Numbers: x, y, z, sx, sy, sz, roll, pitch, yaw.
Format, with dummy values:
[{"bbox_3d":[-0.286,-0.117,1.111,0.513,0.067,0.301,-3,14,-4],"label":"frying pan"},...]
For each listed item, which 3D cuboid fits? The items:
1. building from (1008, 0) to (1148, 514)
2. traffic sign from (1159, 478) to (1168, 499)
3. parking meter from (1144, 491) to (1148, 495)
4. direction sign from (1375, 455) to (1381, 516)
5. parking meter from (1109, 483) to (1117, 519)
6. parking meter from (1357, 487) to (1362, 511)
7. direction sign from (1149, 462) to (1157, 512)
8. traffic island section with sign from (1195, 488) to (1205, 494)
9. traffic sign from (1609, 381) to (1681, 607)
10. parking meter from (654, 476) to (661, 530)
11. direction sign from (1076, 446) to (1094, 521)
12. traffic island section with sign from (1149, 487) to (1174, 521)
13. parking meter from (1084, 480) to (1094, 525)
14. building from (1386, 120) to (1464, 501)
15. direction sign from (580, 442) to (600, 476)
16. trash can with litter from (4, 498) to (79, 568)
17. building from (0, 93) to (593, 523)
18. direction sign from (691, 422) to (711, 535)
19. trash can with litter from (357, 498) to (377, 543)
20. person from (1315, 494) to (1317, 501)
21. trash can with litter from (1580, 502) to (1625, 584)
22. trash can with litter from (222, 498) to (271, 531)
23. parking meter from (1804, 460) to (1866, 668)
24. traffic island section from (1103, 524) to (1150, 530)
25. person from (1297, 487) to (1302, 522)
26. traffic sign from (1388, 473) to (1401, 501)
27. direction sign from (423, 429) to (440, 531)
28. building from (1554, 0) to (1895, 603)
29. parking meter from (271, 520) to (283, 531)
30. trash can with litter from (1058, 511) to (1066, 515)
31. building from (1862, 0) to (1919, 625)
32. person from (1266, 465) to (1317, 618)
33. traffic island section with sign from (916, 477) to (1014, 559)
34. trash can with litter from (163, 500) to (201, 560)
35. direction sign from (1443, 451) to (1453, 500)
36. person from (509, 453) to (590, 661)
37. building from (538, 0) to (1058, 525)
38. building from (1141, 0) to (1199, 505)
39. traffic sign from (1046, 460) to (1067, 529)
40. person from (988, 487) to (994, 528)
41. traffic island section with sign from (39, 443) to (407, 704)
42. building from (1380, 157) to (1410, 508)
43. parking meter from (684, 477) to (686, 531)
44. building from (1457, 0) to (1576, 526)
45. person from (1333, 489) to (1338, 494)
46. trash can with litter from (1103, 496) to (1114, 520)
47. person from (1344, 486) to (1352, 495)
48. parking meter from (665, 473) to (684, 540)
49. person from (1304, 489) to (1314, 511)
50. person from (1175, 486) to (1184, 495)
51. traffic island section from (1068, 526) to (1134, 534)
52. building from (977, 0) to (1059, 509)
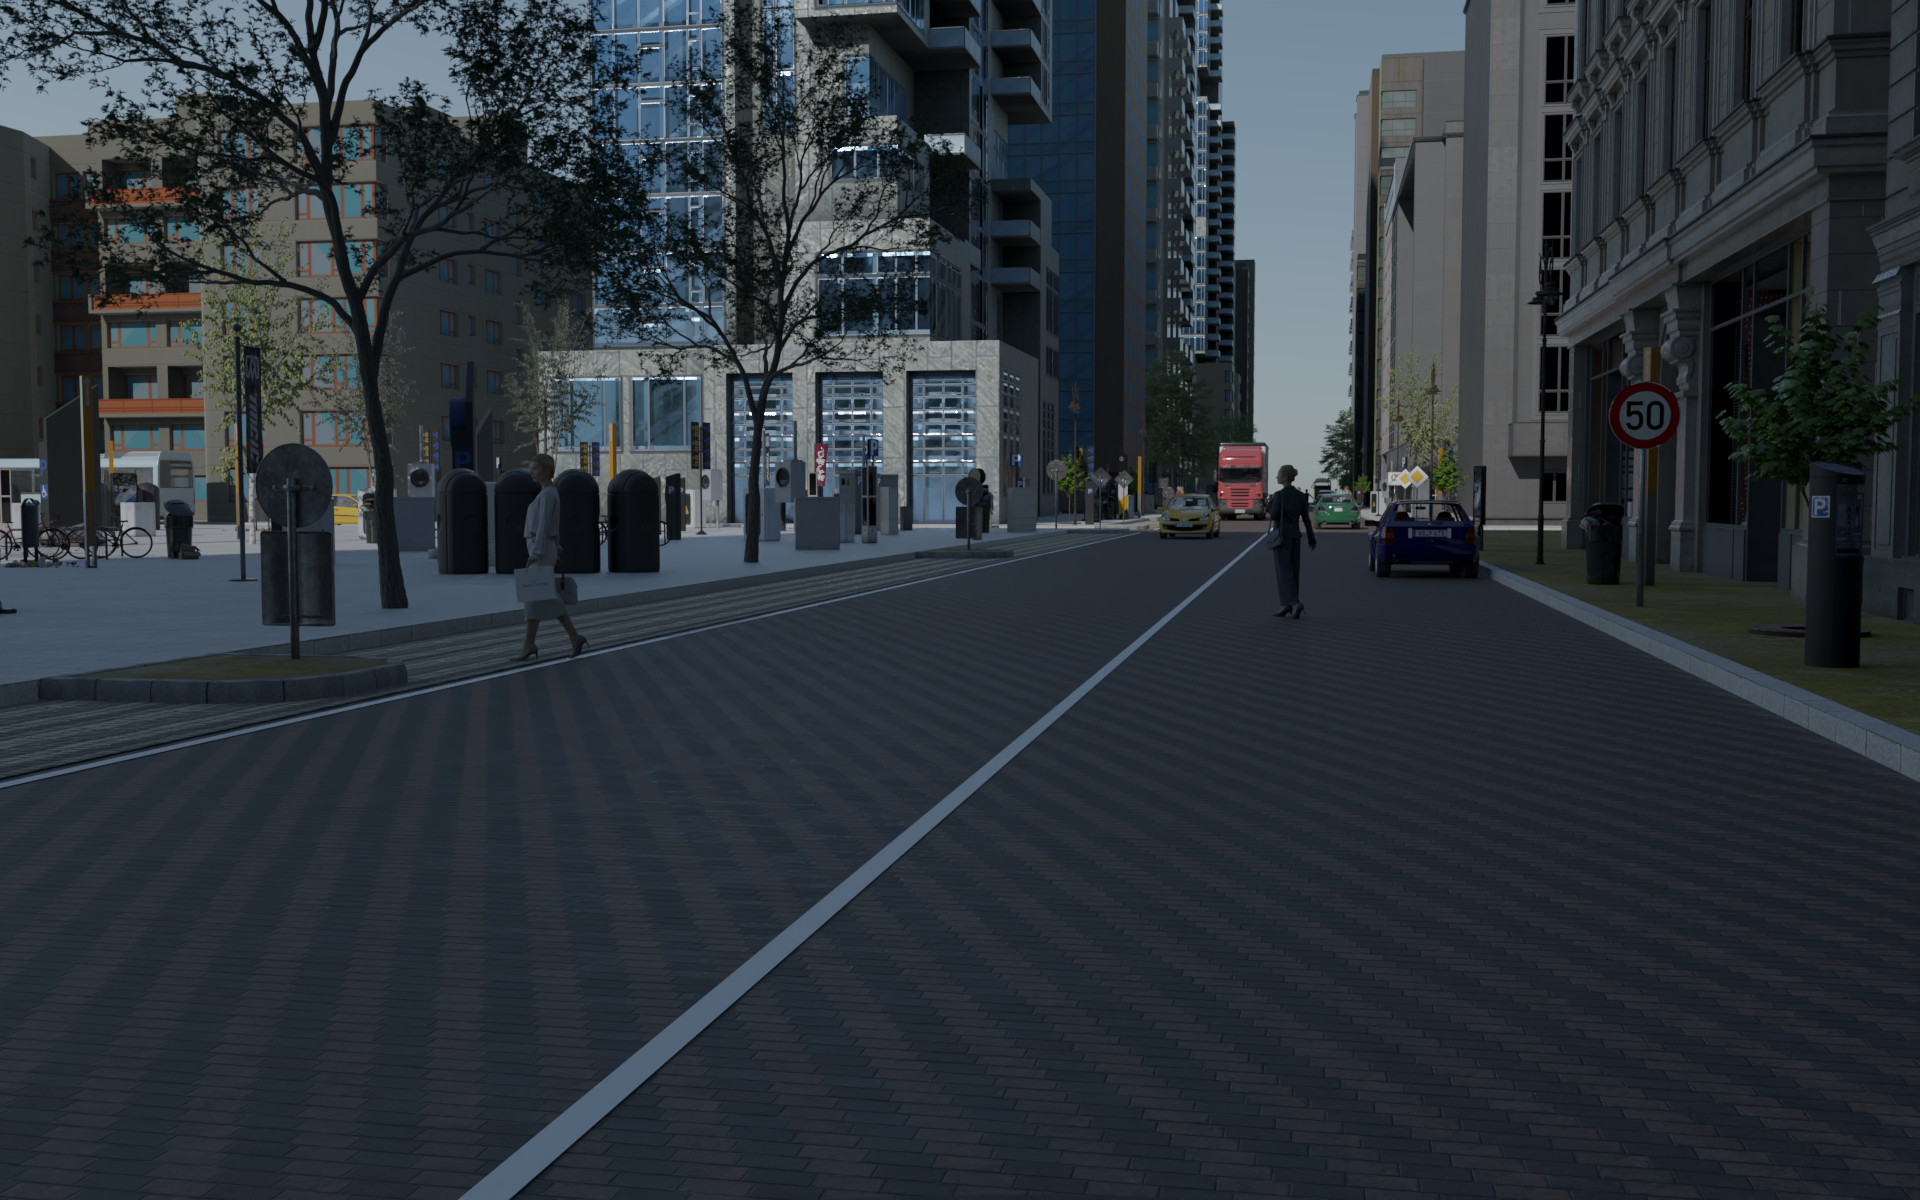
[{"bbox_3d":[5.093,-28.603,117.774,14.600,45.320,14.200,1,4,11],"label":"building"},{"bbox_3d":[12.835,-6.555,109.303,0.606,2.300,0.079,1,4,19],"label":"traffic sign"},{"bbox_3d":[13.915,-7.426,129.825,0.372,1.533,0.369,0,3,0],"label":"parking meter"},{"bbox_3d":[24.292,-6.635,100.475,0.379,3.537,0.876,0,4,-2],"label":"direction sign"},{"bbox_3d":[7.852,-5.094,89.003,0.399,1.863,0.255,0,4,6],"label":"parking meter"},{"bbox_3d":[31.081,-7.897,134.823,0.399,1.863,0.255,1,4,17],"label":"parking meter"},{"bbox_3d":[13.584,-7.942,121.843,0.379,3.537,0.876,3,5,41],"label":"direction sign"},{"bbox_3d":[16.682,-6.813,120.020,1.989,1.847,2.006,1,4,11],"label":"traffic island section with sign"},{"bbox_3d":[7.760,-1.198,19.691,0.768,2.556,0.104,1,4,14],"label":"traffic sign"},{"bbox_3d":[-9.863,-3.072,55.933,0.399,1.863,0.255,-1,4,-14],"label":"parking meter"},{"bbox_3d":[5.878,-5.470,81.431,0.876,3.537,0.379,1,4,19],"label":"direction sign"},{"bbox_3d":[11.292,-5.198,93.607,1.989,1.847,2.006,1,4,11],"label":"traffic island section with sign"},{"bbox_3d":[5.415,-4.089,72.569,0.399,1.863,0.255,0,4,-4],"label":"parking meter"},{"bbox_3d":[33.829,-17.470,104.697,14.314,24.678,30.058,1,4,11],"label":"building"},{"bbox_3d":[-16.077,-5.095,75.299,0.876,3.537,0.379,-2,4,-30],"label":"direction sign"},{"bbox_3d":[-16.369,-1.219,30.986,1.678,1.210,2.233,0,4,-8],"label":"trash can with litter"},{"bbox_3d":[-36.983,-15.139,92.568,28.899,21.520,27.650,1,4,11],"label":"building"},{"bbox_3d":[-8.156,-3.826,54.545,0.379,3.537,0.876,2,4,34],"label":"direction sign"},{"bbox_3d":[-15.229,-2.068,45.207,0.624,1.170,1.055,0,4,3],"label":"trash can with litter"},{"bbox_3d":[43.066,-12.082,209.265,0.599,1.433,0.991,-1,4,-10],"label":"person"},{"bbox_3d":[9.159,-0.823,24.843,0.624,1.170,1.055,1,4,13],"label":"trash can with litter"},{"bbox_3d":[-24.490,-3.000,60.112,2.233,1.210,1.678,1,4,14],"label":"trash can with litter"},{"bbox_3d":[6.515,-0.274,12.896,0.372,1.533,0.369,0,3,0],"label":"parking meter"},{"bbox_3d":[6.702,-2.990,71.164,2.009,0.180,2.903,1,4,11],"label":"traffic island section"},{"bbox_3d":[17.490,-4.962,89.835,0.583,1.804,0.606,1,4,9],"label":"person"},{"bbox_3d":[20.303,-4.820,80.931,0.606,2.300,0.079,1,4,13],"label":"traffic sign"},{"bbox_3d":[-18.441,-4.186,60.437,0.876,3.537,0.379,2,4,35],"label":"direction sign"},{"bbox_3d":[18.355,-11.463,38.334,10.553,20.767,40.483,1,4,11],"label":"building"},{"bbox_3d":[-14.726,-1.937,37.389,0.255,1.863,0.399,-1,4,-15],"label":"parking meter"},{"bbox_3d":[5.408,-5.853,106.761,2.233,1.210,1.678,2,4,32],"label":"trash can with litter"},{"bbox_3d":[12.574,-9.742,8.441,9.793,20.994,18.267,1,4,11],"label":"building"},{"bbox_3d":[3.854,-0.684,20.106,0.534,1.772,0.576,3,4,36],"label":"person"},{"bbox_3d":[0.158,-1.866,39.138,1.989,1.847,2.006,1,4,11],"label":"traffic island section with sign"},{"bbox_3d":[-15.325,-1.401,34.295,0.624,1.170,1.055,-3,5,-45],"label":"trash can with litter"},{"bbox_3d":[25.545,-6.066,91.182,0.876,3.537,0.379,-1,4,-13],"label":"direction sign"},{"bbox_3d":[-3.536,-0.369,14.883,0.624,1.780,0.694,0,4,3],"label":"person"},{"bbox_3d":[-6.200,-47.399,87.642,22.319,86.520,31.000,1,4,11],"label":"building"},{"bbox_3d":[10.184,-33.204,162.487,23.786,49.044,30.456,1,4,11],"label":"building"},{"bbox_3d":[3.570,-3.920,64.196,0.768,2.556,0.104,1,4,14],"label":"traffic sign"},{"bbox_3d":[1.080,-3.757,70.023,0.694,1.812,0.767,-2,4,-33],"label":"person"},{"bbox_3d":[-5.219,-0.250,12.723,1.989,1.847,2.006,1,4,11],"label":"traffic island section with sign"},{"bbox_3d":[38.301,-19.101,130.318,12.078,24.808,19.932,1,4,11],"label":"building"},{"bbox_3d":[-9.669,-3.302,59.705,0.399,1.863,0.255,-2,4,-24],"label":"parking meter"},{"bbox_3d":[33.997,-17.079,72.745,24.014,27.812,14.314,1,4,11],"label":"building"},{"bbox_3d":[28.503,-7.528,131.391,0.447,1.846,0.655,0,4,4],"label":"person"},{"bbox_3d":[7.391,-4.625,87.010,0.624,1.170,1.055,0,4,-5],"label":"trash can with litter"},{"bbox_3d":[19.229,-4.738,85.884,0.656,1.842,0.836,3,5,39],"label":"person"},{"bbox_3d":[-8.022,-2.612,48.419,0.399,1.863,0.255,1,4,18],"label":"parking meter"},{"bbox_3d":[30.159,-8.723,150.751,1.348,1.869,0.705,0,4,-1],"label":"person"},{"bbox_3d":[11.246,-4.890,88.419,0.573,1.828,0.580,-3,5,-43],"label":"person"},{"bbox_3d":[5.105,-2.511,63.339,2.009,0.180,2.903,1,4,11],"label":"traffic island section"},{"bbox_3d":[16.115,-53.747,191.437,22.319,86.520,31.000,1,4,11],"label":"building"}]
